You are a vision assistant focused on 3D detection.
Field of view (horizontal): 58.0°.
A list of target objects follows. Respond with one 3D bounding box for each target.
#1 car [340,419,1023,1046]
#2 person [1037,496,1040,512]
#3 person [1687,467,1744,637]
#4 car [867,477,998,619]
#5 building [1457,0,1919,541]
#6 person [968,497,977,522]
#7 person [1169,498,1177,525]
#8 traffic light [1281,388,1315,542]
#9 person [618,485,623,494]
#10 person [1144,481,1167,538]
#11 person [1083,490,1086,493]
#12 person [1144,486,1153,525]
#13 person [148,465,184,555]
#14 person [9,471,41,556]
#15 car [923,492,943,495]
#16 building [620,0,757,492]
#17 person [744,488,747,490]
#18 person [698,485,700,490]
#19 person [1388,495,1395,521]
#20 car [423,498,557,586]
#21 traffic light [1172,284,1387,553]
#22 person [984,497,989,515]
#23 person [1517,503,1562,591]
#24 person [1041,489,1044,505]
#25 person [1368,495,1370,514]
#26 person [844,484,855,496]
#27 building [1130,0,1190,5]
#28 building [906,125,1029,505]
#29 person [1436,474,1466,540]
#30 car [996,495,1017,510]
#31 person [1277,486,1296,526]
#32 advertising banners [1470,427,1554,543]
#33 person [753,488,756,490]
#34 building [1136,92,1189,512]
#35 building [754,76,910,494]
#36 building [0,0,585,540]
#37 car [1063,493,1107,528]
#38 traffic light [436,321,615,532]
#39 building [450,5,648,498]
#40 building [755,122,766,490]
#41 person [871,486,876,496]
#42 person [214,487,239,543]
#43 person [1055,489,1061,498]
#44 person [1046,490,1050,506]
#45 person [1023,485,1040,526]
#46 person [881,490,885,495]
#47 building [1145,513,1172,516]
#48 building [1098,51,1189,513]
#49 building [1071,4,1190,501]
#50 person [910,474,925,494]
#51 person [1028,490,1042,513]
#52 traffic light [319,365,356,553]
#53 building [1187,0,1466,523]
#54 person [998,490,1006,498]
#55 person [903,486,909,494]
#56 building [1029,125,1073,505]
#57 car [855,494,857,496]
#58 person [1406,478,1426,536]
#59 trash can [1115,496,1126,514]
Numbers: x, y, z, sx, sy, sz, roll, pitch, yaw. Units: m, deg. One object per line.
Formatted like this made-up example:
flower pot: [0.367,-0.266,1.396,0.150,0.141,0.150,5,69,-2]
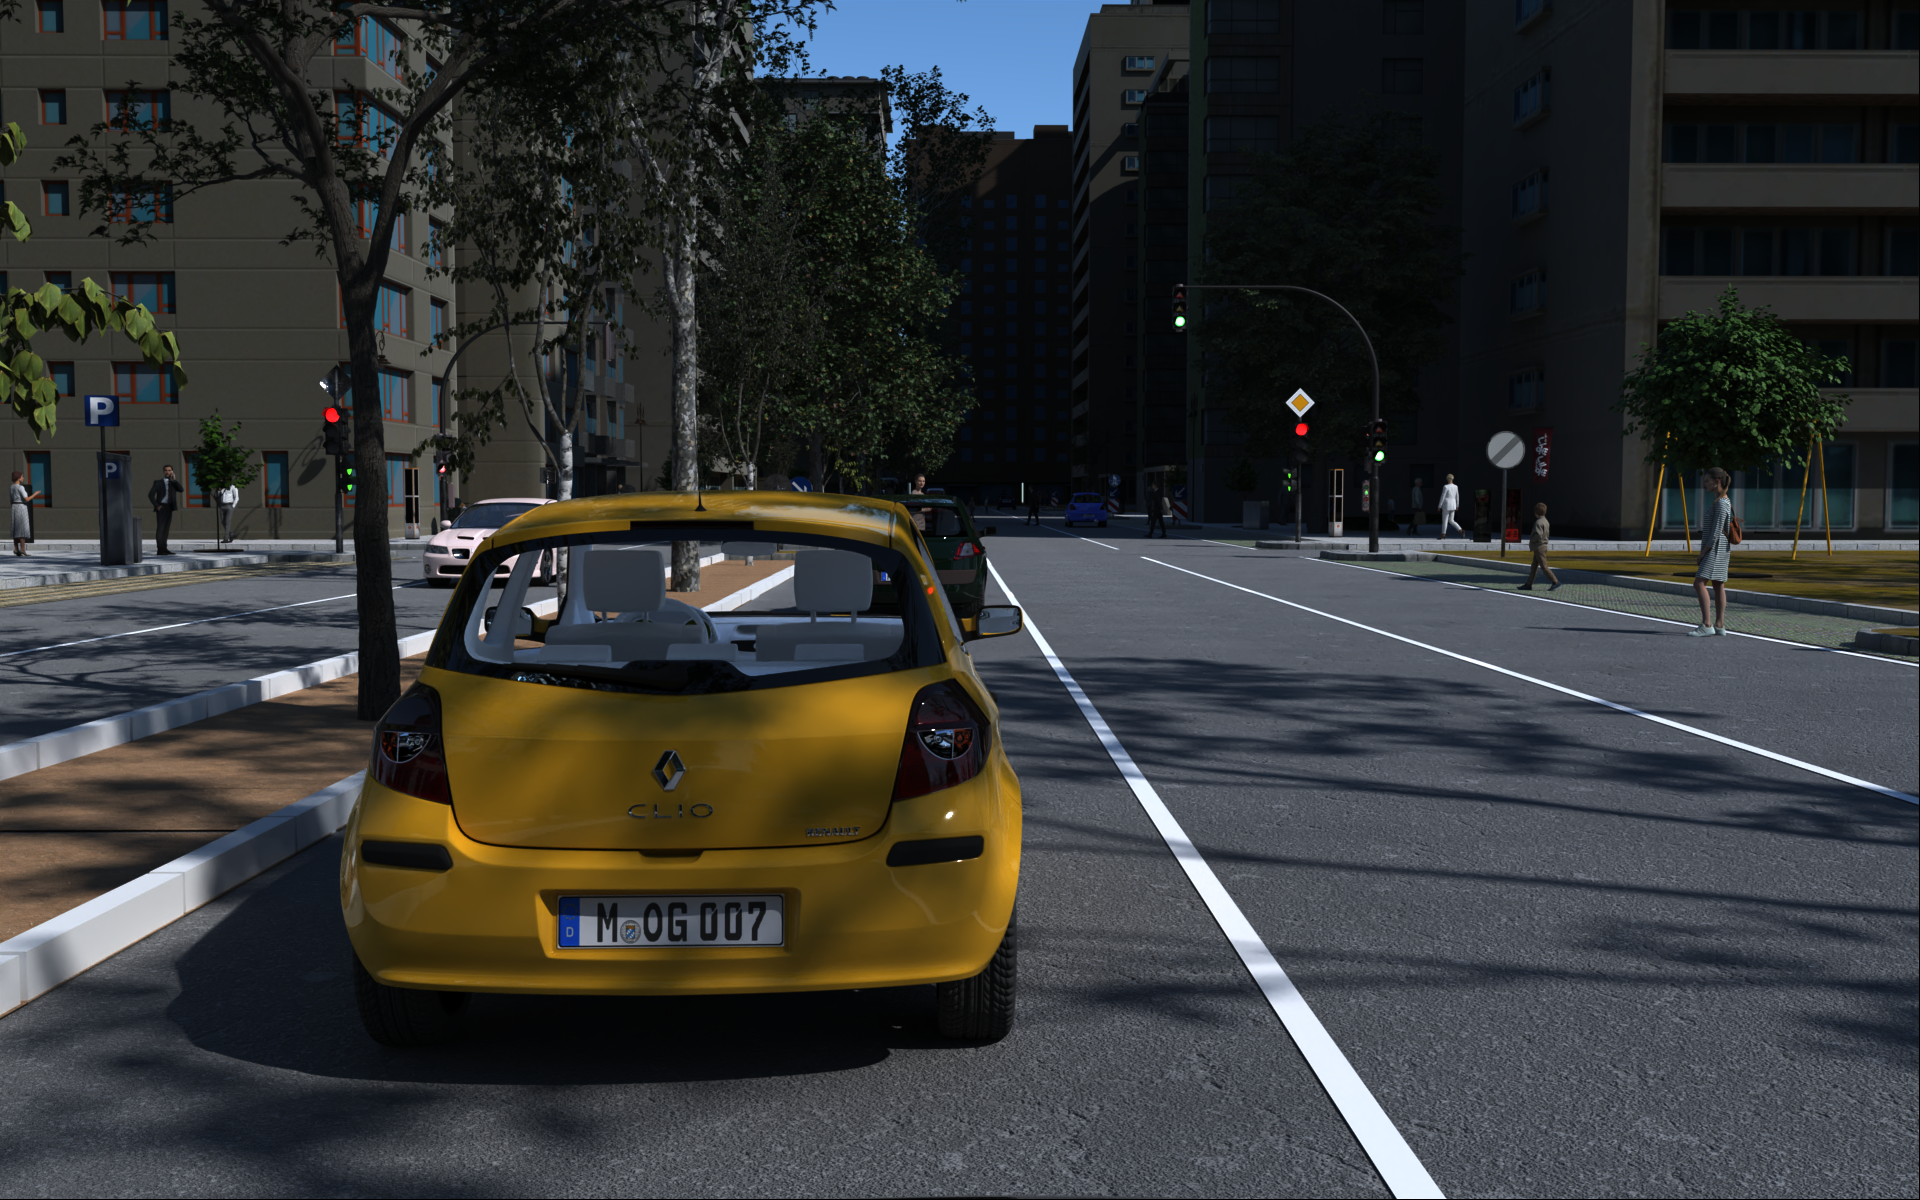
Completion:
car: [-0.747,0.261,5.952,2.015,1.641,3.980,0,4,-2]
person: [6.076,-7.568,135.494,0.557,1.426,1.065,-1,4,-13]
person: [7.641,-0.491,17.526,0.522,1.701,0.512,1,4,18]
car: [-0.554,-0.649,20.395,2.009,1.686,4.222,0,4,1]
building: [28.343,-26.460,56.327,21.600,48.544,21.300,0,4,-1]
person: [0.620,-4.641,88.658,0.640,1.303,0.475,2,4,27]
person: [9.046,-3.673,72.832,0.475,1.303,0.640,-1,4,-19]
traffic light: [8.963,-3.485,45.893,0.839,4.253,0.868,0,4,-1]
person: [-18.677,-5.449,95.315,0.537,1.800,0.526,3,4,37]
person: [6.360,-2.941,56.355,0.755,1.850,0.659,1,4,22]
person: [11.513,-9.390,161.046,0.593,1.643,0.415,0,4,6]
person: [8.622,-4.323,79.357,0.526,1.800,0.537,2,4,27]
person: [-16.721,-1.904,36.534,0.474,1.900,0.648,1,4,20]
person: [-19.317,-1.781,35.740,0.480,1.755,0.524,2,4,24]
car: [-1.314,-3.892,72.667,2.155,1.783,4.494,0,4,1]
building: [-29.850,-32.340,152.460,21.300,48.544,21.600,0,4,-1]
person: [-18.333,-8.673,147.855,0.705,1.823,1.348,-1,4,-9]
person: [-11.258,-4.078,75.028,0.795,1.843,0.661,0,4,6]
person: [17.021,-3.530,68.440,0.332,1.250,0.352,-1,4,-10]
car: [-7.305,-0.978,28.357,2.083,1.381,4.827,0,4,1]
traffic light: [6.957,-3.858,37.744,4.771,5.953,1.251,0,4,-1]
person: [1.855,-6.518,119.759,0.352,1.250,0.332,2,4,33]
person: [8.543,-0.779,25.506,0.640,1.303,0.475,1,4,21]
person: [9.278,-11.592,195.666,0.705,1.812,1.348,0,4,4]
person: [13.771,-2.873,57.707,0.352,1.250,0.332,-1,4,-21]
person: [-4.603,-3.934,72.621,0.655,1.846,0.447,3,5,41]
building: [32.353,-47.565,215.935,20.611,71.187,20.563,0,4,-1]
building: [0.676,-34.456,213.463,14.200,45.320,14.600,0,4,-1]
person: [13.751,-2.603,48.475,0.818,1.842,0.514,3,5,41]
car: [4.223,-8.878,157.735,1.945,1.354,3.894,0,3,0]
person: [13.280,-3.949,70.733,0.853,1.813,0.709,3,4,37]
advertising banners: [14.468,-3.012,45.428,2.074,3.025,0.090,2,4,26]
person: [-17.299,-8.549,145.758,0.705,1.831,1.348,3,4,37]
building: [19.913,-21.798,128.095,14.160,30.474,14.107,0,4,-1]
building: [-20.410,-38.546,219.469,27.495,52.752,28.713,0,4,-1]
building: [-30.451,-13.294,62.404,27.650,21.520,28.899,0,4,-1]
car: [5.464,-4.029,75.469,1.945,1.707,3.694,0,4,0]
traffic light: [-11.506,-4.344,45.694,4.771,5.953,1.251,0,4,-1]
building: [-31.843,-29.473,101.489,23.786,49.044,30.456,0,4,-1]
building: [-33.731,-32.327,183.172,28.867,44.769,22.147,0,4,-1]
person: [-3.811,-4.067,75.334,0.374,1.781,0.599,0,4,3]
person: [-19.224,-2.399,45.374,0.679,1.850,0.850,0,4,6]
person: [10.282,-10.925,184.746,0.705,1.814,1.350,-2,4,-32]
person: [9.524,-11.001,186.630,0.721,1.735,1.217,1,4,19]
person: [3.244,-4.302,78.621,0.755,1.850,0.659,1,4,14]
person: [-7.376,-9.535,164.411,1.348,1.822,0.705,1,4,22]
building: [28.388,-25.504,108.872,32.217,40.220,23.993,0,4,-1]
building: [28.427,-27.846,147.156,32.217,40.220,23.993,0,4,-1]
building: [22.426,-33.388,169.593,21.300,48.544,21.600,0,4,-1]
person: [-0.695,-1.278,29.737,0.374,1.781,0.599,1,4,22]
person: [5.577,-7.292,128.449,1.217,1.735,0.721,3,5,39]
traffic light: [-13.512,-2.981,37.652,0.839,4.253,0.868,0,4,-1]
building: [17.618,-24.335,81.473,14.154,41.232,14.086,0,4,-1]
person: [4.622,-10.777,184.328,1.348,1.869,0.705,0,4,2]
person: [-2.653,-4.765,86.425,0.620,1.820,0.660,2,4,27]
building: [14.877,-34.453,213.420,14.200,45.320,14.600,0,4,-1]
car: [-7.974,-7.534,131.980,1.959,1.807,4.718,0,4,0]
person: [13.957,-2.841,52.986,0.515,1.767,0.782,0,4,5]
trash can: [10.179,-6.031,110.253,0.748,1.137,0.748,0,3,0]
